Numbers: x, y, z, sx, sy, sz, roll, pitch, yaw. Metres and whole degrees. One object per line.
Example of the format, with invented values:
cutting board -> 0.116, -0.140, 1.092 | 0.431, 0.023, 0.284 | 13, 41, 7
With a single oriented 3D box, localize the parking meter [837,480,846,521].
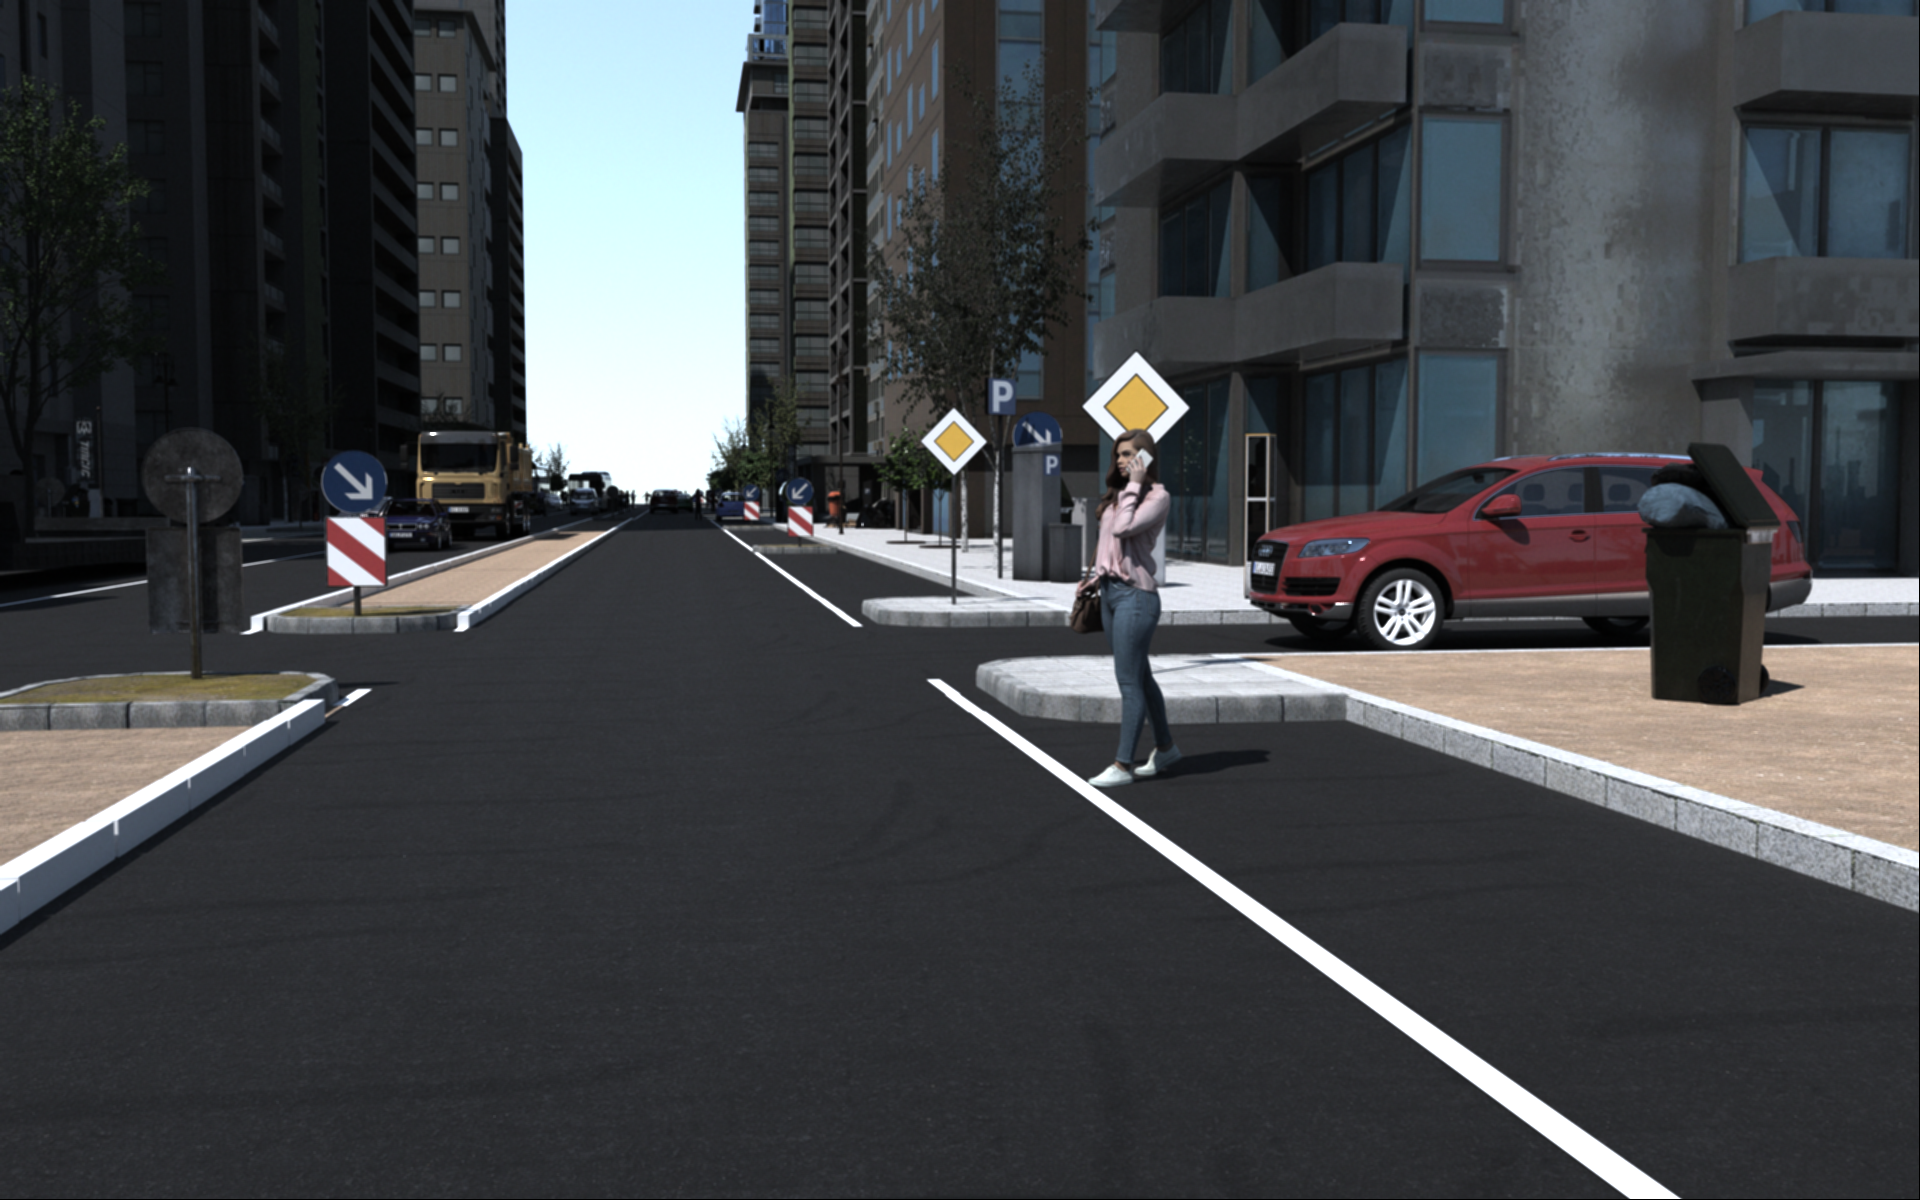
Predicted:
parking meter -> -4.787, -3.928, 69.939 | 0.255, 1.863, 0.399 | 1, 4, 11

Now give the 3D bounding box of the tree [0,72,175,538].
tree -> -23.970, -7.232, 43.998 | 9.928, 11.665, 9.643 | 0, 3, 0

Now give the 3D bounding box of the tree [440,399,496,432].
tree -> -39.109, -11.338, 135.735 | 4.737, 8.622, 4.395 | 0, 3, 0

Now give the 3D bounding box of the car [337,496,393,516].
car -> -20.402, -2.913, 59.996 | 2.083, 1.381, 4.827 | -1, 4, -11

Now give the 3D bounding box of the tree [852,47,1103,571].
tree -> 0.566, -4.814, 29.076 | 4.360, 8.622, 3.978 | 0, 3, 0

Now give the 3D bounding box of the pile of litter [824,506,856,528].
pile of litter -> -4.437, -3.225, 66.694 | 1.719, 0.858, 1.176 | -1, 4, -10

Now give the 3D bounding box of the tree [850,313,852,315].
tree -> -0.132, -5.342, 37.697 | 4.360, 8.622, 3.978 | 0, 3, 0

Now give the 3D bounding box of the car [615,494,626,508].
car -> -36.036, -10.575, 182.685 | 2.009, 1.686, 4.222 | 0, 4, -8

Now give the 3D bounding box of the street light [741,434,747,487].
street light -> -16.266, -9.657, 130.687 | 0.468, 5.910, 1.993 | -1, 4, -9

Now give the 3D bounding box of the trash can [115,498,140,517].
trash can -> -27.553, -2.794, 57.328 | 0.748, 1.137, 0.748 | 0, 3, 0

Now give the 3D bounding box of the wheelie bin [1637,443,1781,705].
wheelie bin -> 4.647, -0.177, 10.810 | 0.693, 1.594, 0.980 | 3, 5, 42

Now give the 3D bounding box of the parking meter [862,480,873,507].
parking meter -> -3.768, -3.961, 70.470 | 0.399, 1.863, 0.255 | 0, 4, 4

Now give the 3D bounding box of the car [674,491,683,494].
car -> -32.308, -11.511, 196.874 | 2.281, 1.827, 5.304 | 0, 4, -8

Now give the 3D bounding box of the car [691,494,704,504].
car -> -36.506, -14.139, 240.757 | 1.945, 1.707, 3.694 | 0, 4, -8

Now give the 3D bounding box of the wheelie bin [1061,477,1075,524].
wheelie bin -> 1.347, -1.208, 27.662 | 0.980, 1.594, 0.693 | -3, 5, -39

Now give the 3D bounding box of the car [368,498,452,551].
car -> -14.113, -1.952, 44.491 | 1.945, 1.354, 3.894 | -1, 4, -10

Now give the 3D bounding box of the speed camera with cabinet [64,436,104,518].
speed camera with cabinet -> -29.653, -3.931, 58.605 | 2.038, 3.252, 0.660 | 3, 5, 44

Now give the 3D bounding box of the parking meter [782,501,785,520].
parking meter -> -8.864, -4.774, 86.467 | 0.372, 1.533, 0.369 | 0, 3, 0

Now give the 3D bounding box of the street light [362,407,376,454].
street light -> -31.584, -7.331, 92.653 | 0.468, 5.910, 1.993 | -1, 4, -9

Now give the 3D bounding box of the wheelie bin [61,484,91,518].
wheelie bin -> -26.556, -2.701, 52.077 | 0.693, 1.594, 0.980 | -3, 5, -44

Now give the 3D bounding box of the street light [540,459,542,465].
street light -> -51.386, -14.661, 212.490 | 0.468, 5.910, 1.993 | -1, 4, -9

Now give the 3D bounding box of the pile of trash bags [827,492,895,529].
pile of trash bags -> -3.292, -3.335, 64.273 | 3.447, 1.369, 1.912 | -2, 4, -26

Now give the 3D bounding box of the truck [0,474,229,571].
truck -> -15.398, -2.289, 27.192 | 2.967, 4.110, 18.799 | 0, 4, -8

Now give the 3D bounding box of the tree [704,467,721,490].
tree -> -24.324, -12.167, 182.642 | 4.285, 4.588, 4.351 | 0, 3, 0

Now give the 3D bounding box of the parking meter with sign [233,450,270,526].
parking meter with sign -> -28.607, -4.493, 69.727 | 0.543, 3.016, 1.738 | 1, 4, 22

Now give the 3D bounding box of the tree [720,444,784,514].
tree -> -12.836, -7.840, 111.899 | 4.285, 4.588, 4.351 | 0, 3, 0

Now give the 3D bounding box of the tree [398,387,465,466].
tree -> -36.185, -10.296, 118.699 | 4.360, 8.622, 3.978 | 0, 3, 0

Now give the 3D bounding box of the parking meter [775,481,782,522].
parking meter -> -8.238, -4.469, 78.778 | 0.255, 1.863, 0.399 | -1, 4, -15

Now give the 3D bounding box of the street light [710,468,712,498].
street light -> -36.149, -17.061, 251.736 | 0.468, 5.910, 1.993 | -1, 4, -9

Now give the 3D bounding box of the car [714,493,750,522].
car -> -12.056, -5.025, 91.745 | 1.945, 1.707, 3.694 | -1, 4, -10

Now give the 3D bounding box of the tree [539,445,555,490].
tree -> -47.649, -14.543, 188.146 | 4.737, 8.622, 4.395 | 0, 3, 0

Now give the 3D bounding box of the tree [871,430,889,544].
tree -> -1.526, -3.073, 44.847 | 1.663, 3.219, 1.824 | 0, 3, 0

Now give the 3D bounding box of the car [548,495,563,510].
car -> -36.062, -8.581, 152.661 | 2.083, 1.381, 4.827 | -1, 4, -10

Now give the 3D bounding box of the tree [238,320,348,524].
tree -> -28.531, -7.537, 73.595 | 4.737, 8.622, 4.395 | 0, 3, 0

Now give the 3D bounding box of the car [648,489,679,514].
car -> -22.013, -7.336, 128.621 | 2.281, 1.827, 5.304 | -1, 4, -11

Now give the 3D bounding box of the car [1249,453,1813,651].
car -> 5.390, -0.483, 16.576 | 5.304, 1.827, 2.281 | -1, 4, -10

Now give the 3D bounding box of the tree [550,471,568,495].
tree -> -56.915, -15.909, 243.824 | 4.285, 4.588, 4.351 | 0, 3, 0

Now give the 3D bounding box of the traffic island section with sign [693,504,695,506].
traffic island section with sign -> -29.981, -11.680, 199.594 | 1.989, 1.847, 2.006 | -1, 4, -9

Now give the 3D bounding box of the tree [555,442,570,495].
tree -> -55.825, -17.654, 239.003 | 4.737, 8.622, 4.395 | 0, 3, 0

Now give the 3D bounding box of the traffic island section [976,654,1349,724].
traffic island section -> 1.247, 0.614, 12.248 | 2.009, 0.180, 2.903 | -1, 4, -9

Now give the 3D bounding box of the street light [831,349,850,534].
street light -> -3.794, -5.042, 55.221 | 0.468, 5.910, 1.993 | -1, 4, -9

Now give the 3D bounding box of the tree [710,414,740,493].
tree -> -20.615, -12.712, 158.203 | 4.737, 8.622, 4.395 | 0, 3, 0

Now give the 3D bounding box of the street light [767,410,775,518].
street light -> -10.200, -7.391, 93.635 | 0.468, 5.910, 1.993 | -1, 4, -9

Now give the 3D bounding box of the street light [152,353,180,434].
street light -> -25.504, -5.075, 55.757 | 0.468, 5.910, 1.993 | -1, 4, -9

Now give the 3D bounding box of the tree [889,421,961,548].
tree -> -0.404, -2.865, 41.447 | 1.663, 3.219, 1.824 | 0, 3, 0

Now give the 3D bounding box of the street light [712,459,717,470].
street light -> -30.038, -14.748, 213.913 | 0.468, 5.910, 1.993 | -1, 4, -9

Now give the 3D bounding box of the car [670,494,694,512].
car -> -22.206, -7.907, 138.079 | 1.959, 1.807, 4.718 | -1, 4, -11

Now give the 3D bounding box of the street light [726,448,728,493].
street light -> -22.662, -12.002, 169.025 | 0.468, 5.910, 1.993 | -1, 4, -9

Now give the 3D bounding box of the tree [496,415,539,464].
tree -> -42.730, -12.891, 161.134 | 4.737, 8.622, 4.395 | 0, 3, 0

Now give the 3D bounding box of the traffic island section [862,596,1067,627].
traffic island section -> -0.052, 0.132, 20.127 | 2.009, 0.180, 2.903 | -1, 4, -9

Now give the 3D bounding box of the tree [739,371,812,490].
tree -> -10.743, -9.394, 103.955 | 4.737, 8.622, 4.395 | 0, 3, 0

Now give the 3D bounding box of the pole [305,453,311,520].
pole -> -31.721, -5.528, 84.227 | 0.158, 3.312, 0.155 | 0, 3, 0

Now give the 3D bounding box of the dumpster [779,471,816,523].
dumpster -> -7.085, -4.470, 75.570 | 1.502, 2.255, 1.985 | -1, 4, -9

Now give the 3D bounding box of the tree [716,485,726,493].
tree -> -27.489, -12.612, 200.813 | 1.663, 3.219, 1.824 | 0, 3, 0

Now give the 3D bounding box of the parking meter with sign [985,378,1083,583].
parking meter with sign -> 1.124, -1.793, 25.577 | 0.543, 3.016, 1.738 | -3, 4, -38

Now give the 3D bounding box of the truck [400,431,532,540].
truck -> -15.553, -3.657, 55.710 | 3.469, 3.379, 9.791 | 0, 4, -8
